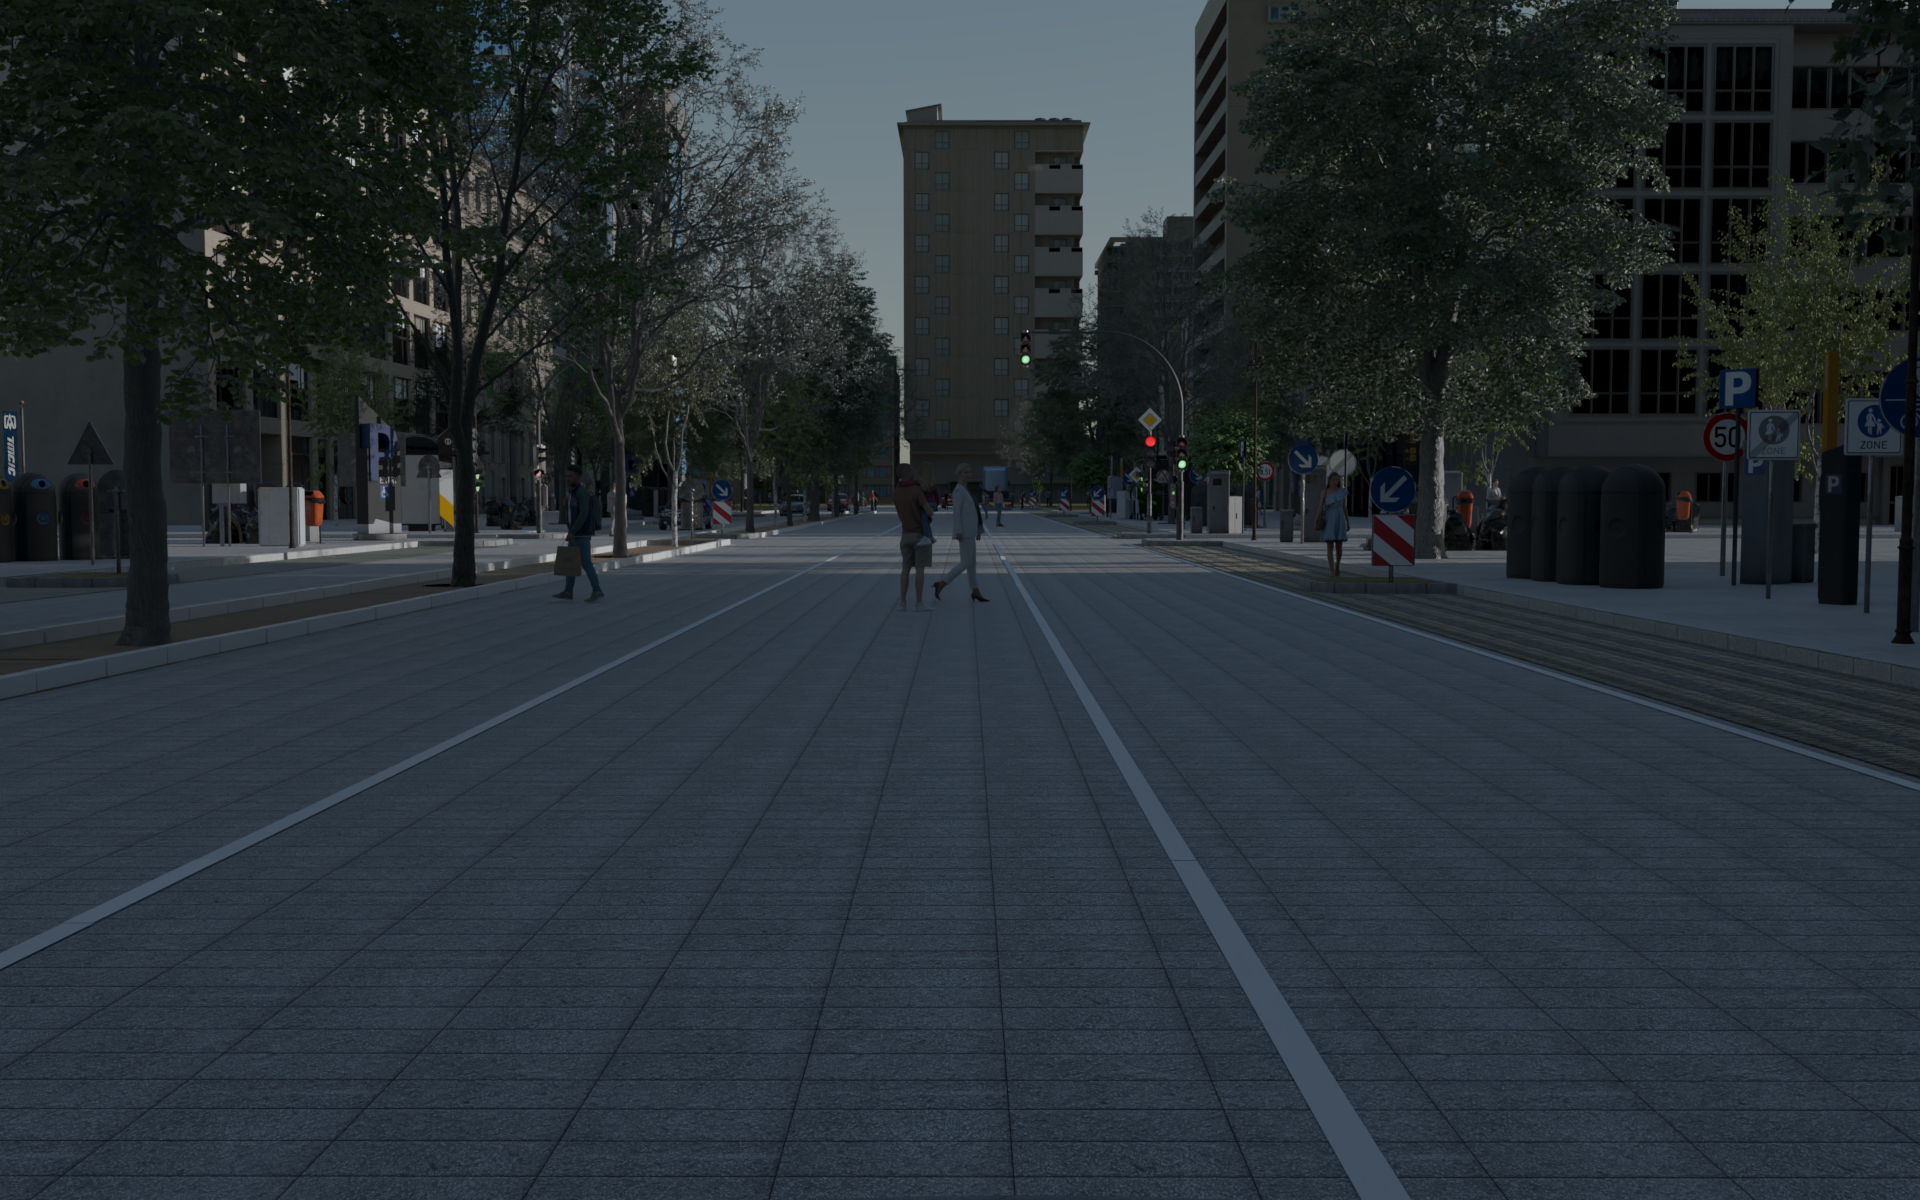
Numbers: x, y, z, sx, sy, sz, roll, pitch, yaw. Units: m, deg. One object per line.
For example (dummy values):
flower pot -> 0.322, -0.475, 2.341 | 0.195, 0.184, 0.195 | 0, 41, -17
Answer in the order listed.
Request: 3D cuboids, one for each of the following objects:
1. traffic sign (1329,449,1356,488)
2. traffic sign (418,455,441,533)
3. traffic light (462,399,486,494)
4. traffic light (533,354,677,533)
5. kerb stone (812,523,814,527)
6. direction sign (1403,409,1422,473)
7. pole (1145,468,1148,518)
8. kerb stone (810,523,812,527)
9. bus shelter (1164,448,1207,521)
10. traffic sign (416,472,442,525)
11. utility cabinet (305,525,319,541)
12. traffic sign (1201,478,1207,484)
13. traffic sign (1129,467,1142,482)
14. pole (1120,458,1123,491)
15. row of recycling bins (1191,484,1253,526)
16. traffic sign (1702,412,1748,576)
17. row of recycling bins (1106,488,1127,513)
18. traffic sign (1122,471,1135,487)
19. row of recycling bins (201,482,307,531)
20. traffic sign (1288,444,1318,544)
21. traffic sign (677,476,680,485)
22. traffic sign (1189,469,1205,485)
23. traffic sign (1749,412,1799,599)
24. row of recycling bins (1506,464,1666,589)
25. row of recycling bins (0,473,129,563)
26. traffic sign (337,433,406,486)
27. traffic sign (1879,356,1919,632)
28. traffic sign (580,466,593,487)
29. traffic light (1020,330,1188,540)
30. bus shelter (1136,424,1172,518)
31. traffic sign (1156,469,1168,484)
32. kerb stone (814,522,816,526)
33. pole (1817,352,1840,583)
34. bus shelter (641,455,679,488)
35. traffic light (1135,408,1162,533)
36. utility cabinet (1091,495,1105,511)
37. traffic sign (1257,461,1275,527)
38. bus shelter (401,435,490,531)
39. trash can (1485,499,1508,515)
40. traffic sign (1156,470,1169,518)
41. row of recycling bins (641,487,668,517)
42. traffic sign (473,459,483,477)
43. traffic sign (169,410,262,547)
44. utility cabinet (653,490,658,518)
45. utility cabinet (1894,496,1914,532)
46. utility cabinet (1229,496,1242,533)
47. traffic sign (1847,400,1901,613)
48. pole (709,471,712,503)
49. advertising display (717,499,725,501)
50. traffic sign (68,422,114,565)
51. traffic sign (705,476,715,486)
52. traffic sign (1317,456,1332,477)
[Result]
traffic sign -> 10.874, -3.010, 49.312 | 0.768, 2.556, 0.104 | 0, 4, 5
traffic sign -> -17.300, -3.447, 56.460 | 0.768, 2.556, 0.104 | 1, 4, 9
traffic light -> -13.734, -3.641, 48.454 | 0.839, 4.253, 0.868 | 0, 4, 0
traffic light -> -11.618, -5.003, 56.468 | 4.771, 5.953, 1.251 | 0, 4, 0
kerb stone -> -6.537, -3.231, 75.028 | 0.120, 0.150, 1.000 | 0, 4, 0
direction sign -> 12.091, -3.272, 45.492 | 0.876, 3.537, 0.379 | 0, 4, 7
pole -> 9.982, -6.029, 92.422 | 0.158, 3.312, 0.155 | 0, 3, 0
kerb stone -> -6.538, -3.168, 73.998 | 0.120, 0.150, 1.000 | 0, 4, 0
bus shelter -> 11.317, -5.788, 85.913 | 1.731, 3.624, 6.357 | 0, 3, 0
traffic sign -> -17.476, -3.486, 56.995 | 0.884, 2.594, 0.081 | 0, 4, 8
utility cabinet -> -17.885, -2.213, 47.346 | 0.306, 1.237, 1.020 | -3, 5, -44
traffic sign -> 11.456, -4.964, 81.263 | 0.768, 2.556, 0.104 | 0, 4, 1
traffic sign -> 8.483, -5.095, 83.042 | 0.795, 2.593, 0.064 | 0, 4, 4
pole -> 9.063, -6.325, 97.260 | 0.158, 3.312, 0.155 | 0, 3, 0
row of recycling bins -> 10.674, -3.837, 69.853 | 3.534, 1.692, 1.069 | -3, 5, -43
traffic sign -> 11.943, -1.648, 27.052 | 0.768, 2.556, 0.104 | 0, 4, 1
row of recycling bins -> 11.691, -6.804, 118.362 | 3.534, 1.692, 1.069 | -1, 4, -10
traffic sign -> 9.211, -5.762, 94.319 | 0.768, 2.556, 0.104 | 1, 4, 9
row of recycling bins -> -24.494, -3.245, 60.162 | 3.534, 1.692, 1.069 | -1, 4, -9
traffic sign -> 8.788, -2.710, 44.418 | 0.768, 2.556, 0.104 | 1, 4, 9
traffic sign -> -19.077, -7.079, 115.852 | 0.768, 2.556, 0.104 | 0, 4, 7
traffic sign -> 11.060, -4.928, 80.677 | 0.768, 2.556, 0.104 | 0, 4, 4
traffic sign -> 9.889, -1.162, 21.124 | 0.606, 2.300, 0.079 | 0, 4, 6
row of recycling bins -> 8.969, -1.097, 25.045 | 1.069, 1.692, 3.534 | -1, 4, -9
row of recycling bins -> -17.496, -1.616, 33.537 | 1.069, 1.692, 3.534 | 3, 4, 37
traffic sign -> -19.499, -3.887, 57.426 | 2.265, 3.308, 0.079 | 0, 4, 2
traffic sign -> 8.883, -0.975, 16.049 | 0.768, 2.556, 0.104 | 1, 4, 10
traffic sign -> -17.384, -4.901, 80.128 | 0.884, 2.594, 0.081 | 1, 4, 10
traffic light -> 4.035, -4.502, 48.276 | 4.771, 5.953, 1.251 | 0, 4, 0
bus shelter -> 11.104, -7.316, 97.253 | 2.179, 5.291, 8.768 | 0, 4, 0
traffic sign -> 10.541, -5.550, 90.746 | 0.884, 2.594, 0.081 | 0, 4, 5
kerb stone -> -6.527, -3.294, 76.058 | 0.120, 0.150, 1.000 | 0, 4, 0
pole -> 12.500, -1.901, 24.917 | 0.158, 3.312, 0.155 | 0, 3, 0
bus shelter -> -18.037, -6.879, 103.749 | 1.731, 3.624, 6.357 | 0, 4, 0
traffic light -> 6.151, -4.127, 56.396 | 0.839, 4.253, 0.868 | 0, 4, 0
utility cabinet -> 10.482, -7.341, 131.180 | 1.020, 1.237, 0.306 | 1, 4, 14
traffic sign -> 11.875, -4.122, 67.506 | 0.768, 2.556, 0.104 | 0, 4, 1
bus shelter -> -18.582, -4.166, 62.044 | 2.014, 3.302, 5.546 | 0, 4, 0
trash can -> 14.733, -2.185, 47.373 | 0.748, 1.137, 0.748 | 0, 3, 0
traffic sign -> 10.748, -5.596, 91.595 | 0.768, 2.556, 0.104 | 0, 4, 4
row of recycling bins -> -17.419, -5.592, 98.540 | 1.069, 1.692, 3.534 | 1, 4, 10
traffic sign -> -16.664, -3.613, 59.175 | 0.768, 2.556, 0.104 | 0, 4, 4
traffic sign -> -18.052, -2.942, 41.981 | 2.265, 3.308, 0.079 | 0, 4, 4
utility cabinet -> -16.158, -5.104, 92.127 | 0.318, 1.500, 1.173 | -1, 4, -11
utility cabinet -> 32.340, -2.921, 58.920 | 0.306, 1.237, 1.020 | -2, 4, -24
utility cabinet -> 8.929, -2.825, 57.358 | 1.020, 1.237, 0.306 | -3, 4, -36
traffic sign -> 9.769, -1.007, 18.591 | 0.606, 2.300, 0.079 | 0, 4, 1
pole -> -17.026, -7.597, 118.046 | 0.158, 3.312, 0.155 | 0, 3, 0
advertising display -> -15.565, -6.679, 114.417 | 0.974, 1.923, 0.123 | -2, 4, -34
traffic sign -> -15.679, -1.911, 31.246 | 0.884, 2.594, 0.081 | 0, 4, 6
traffic sign -> -17.865, -7.542, 123.425 | 0.768, 2.556, 0.104 | 0, 4, 6
traffic sign -> 12.076, -3.535, 57.896 | 0.768, 2.556, 0.104 | 0, 4, 1
